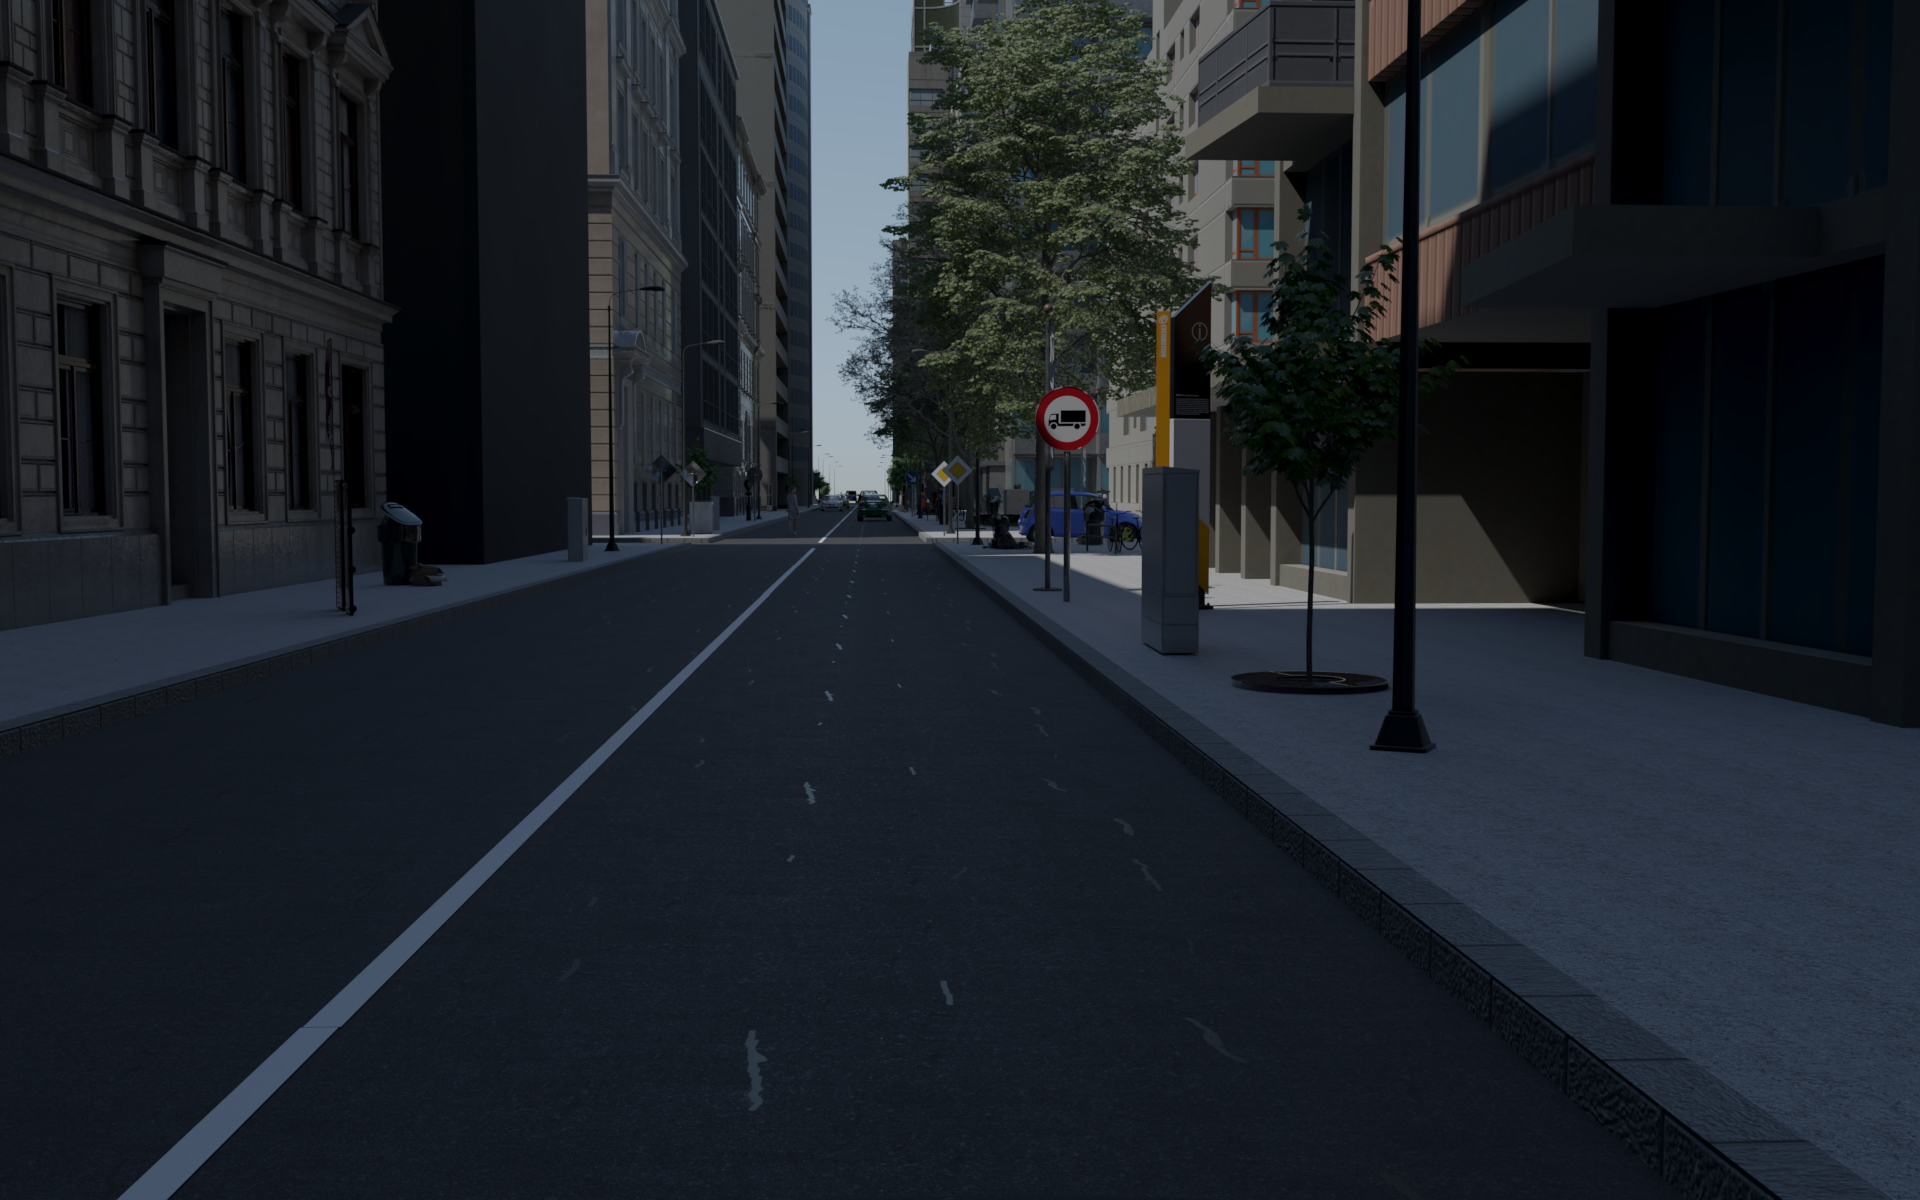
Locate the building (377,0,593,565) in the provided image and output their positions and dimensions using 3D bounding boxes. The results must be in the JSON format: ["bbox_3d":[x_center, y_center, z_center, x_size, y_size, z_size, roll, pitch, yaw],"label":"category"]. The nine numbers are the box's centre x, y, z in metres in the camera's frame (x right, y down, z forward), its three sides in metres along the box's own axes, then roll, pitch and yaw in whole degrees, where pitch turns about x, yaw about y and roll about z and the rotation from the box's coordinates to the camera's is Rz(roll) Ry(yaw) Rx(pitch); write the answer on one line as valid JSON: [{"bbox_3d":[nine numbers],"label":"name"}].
[{"bbox_3d":[-16.835,-12.643,36.388,15.834,23.373,12.332,0,4,-3],"label":"building"}]

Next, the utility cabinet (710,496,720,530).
[{"bbox_3d":[-8.730,-3.092,61.716,0.306,1.237,1.020,-1,4,-11],"label":"utility cabinet"}]

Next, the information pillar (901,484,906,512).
[{"bbox_3d":[-4.059,-7.387,125.271,0.304,2.012,0.304,-1,4,-12],"label":"information pillar"}]

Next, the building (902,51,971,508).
[{"bbox_3d":[2.032,-29.400,164.292,14.154,41.232,14.086,0,4,-3],"label":"building"}]

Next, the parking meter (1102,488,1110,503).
[{"bbox_3d":[6.477,-4.191,76.935,0.372,1.533,0.369,0,3,0],"label":"parking meter"}]

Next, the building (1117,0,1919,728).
[{"bbox_3d":[14.332,-22.158,16.916,22.147,44.769,28.867,0,4,-3],"label":"building"}]

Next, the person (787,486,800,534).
[{"bbox_3d":[-5.927,-3.194,61.480,0.466,1.731,0.760,0,4,0],"label":"person"}]

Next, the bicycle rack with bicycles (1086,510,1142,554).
[{"bbox_3d":[4.025,-1.528,38.370,2.852,0.926,2.925,-1,4,-15],"label":"bicycle rack with bicycles"}]

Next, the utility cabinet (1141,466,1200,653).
[{"bbox_3d":[1.737,-0.343,14.287,0.318,1.500,1.173,0,4,-2],"label":"utility cabinet"}]

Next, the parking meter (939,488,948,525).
[{"bbox_3d":[-0.671,-3.910,72.346,0.372,1.533,0.369,0,3,0],"label":"parking meter"}]

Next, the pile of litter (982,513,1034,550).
[{"bbox_3d":[1.146,-1.637,40.738,1.176,0.858,1.719,-1,4,-14],"label":"pile of litter"}]

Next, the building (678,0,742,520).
[{"bbox_3d":[-18.618,-17.757,83.829,14.314,27.812,24.014,0,4,-3],"label":"building"}]

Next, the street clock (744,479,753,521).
[{"bbox_3d":[-10.222,-4.840,83.711,0.358,2.002,0.471,2,4,25],"label":"street clock"}]

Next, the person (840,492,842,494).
[{"bbox_3d":[-16.047,-13.749,234.230,0.436,1.711,0.756,2,4,23],"label":"person"}]

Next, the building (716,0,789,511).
[{"bbox_3d":[-24.753,-31.364,136.502,21.300,48.544,21.600,0,4,-3],"label":"building"}]

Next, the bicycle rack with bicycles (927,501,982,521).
[{"bbox_3d":[-0.387,-4.224,82.439,2.852,0.926,2.925,-1,4,-13],"label":"bicycle rack with bicycles"}]

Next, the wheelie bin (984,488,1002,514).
[{"bbox_3d":[1.715,-5.096,91.229,0.980,1.594,0.693,-2,4,-24],"label":"wheelie bin"}]

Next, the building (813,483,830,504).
[{"bbox_3d":[-36.662,-35.356,269.950,32.217,40.220,23.993,0,4,-3],"label":"building"}]

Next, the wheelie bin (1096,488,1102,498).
[{"bbox_3d":[7.362,-4.995,89.574,0.693,1.594,0.980,0,4,0],"label":"wheelie bin"}]

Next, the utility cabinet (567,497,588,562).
[{"bbox_3d":[-7.332,-1.352,33.275,0.306,1.237,1.020,0,4,-6],"label":"utility cabinet"}]

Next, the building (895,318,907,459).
[{"bbox_3d":[-2.915,-30.188,265.267,14.160,30.474,14.107,0,4,-3],"label":"building"}]

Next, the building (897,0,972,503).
[{"bbox_3d":[1.299,-49.453,246.807,20.563,71.187,20.611,0,4,-3],"label":"building"}]

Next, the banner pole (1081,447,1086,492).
[{"bbox_3d":[5.804,-5.598,81.549,0.401,3.779,0.863,1,4,22],"label":"banner pole"}]

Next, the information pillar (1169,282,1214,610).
[{"bbox_3d":[2.552,-1.699,19.127,0.504,3.616,0.183,-2,4,-24],"label":"information pillar"}]

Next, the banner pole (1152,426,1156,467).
[{"bbox_3d":[7.115,-4.488,63.396,0.401,3.779,0.863,1,4,18],"label":"banner pole"}]

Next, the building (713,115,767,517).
[{"bbox_3d":[-19.083,-19.093,109.435,12.463,27.353,25.104,0,4,-3],"label":"building"}]

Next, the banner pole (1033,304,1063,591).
[{"bbox_3d":[1.181,-1.997,22.675,0.401,3.779,0.863,0,4,-4],"label":"banner pole"}]

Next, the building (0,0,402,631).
[{"bbox_3d":[-13.899,-9.496,19.885,10.561,19.102,19.286,0,4,-3],"label":"building"}]

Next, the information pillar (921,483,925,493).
[{"bbox_3d":[-2.582,-6.892,117.172,0.304,2.012,0.304,-1,4,-15],"label":"information pillar"}]

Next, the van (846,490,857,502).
[{"bbox_3d":[-17.662,-16.922,281.065,2.240,2.365,5.245,0,4,-4],"label":"van"}]

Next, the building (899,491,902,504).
[{"bbox_3d":[8.176,-32.657,225.819,32.217,40.220,23.993,0,4,-3],"label":"building"}]

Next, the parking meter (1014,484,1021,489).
[{"bbox_3d":[3.162,-5.500,95.641,0.255,1.863,0.399,2,4,32],"label":"parking meter"}]

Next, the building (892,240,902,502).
[{"bbox_3d":[-3.907,-36.443,279.441,14.154,41.232,14.086,0,4,-3],"label":"building"}]

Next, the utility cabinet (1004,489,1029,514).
[{"bbox_3d":[2.577,-4.302,79.014,1.173,1.500,0.318,-2,4,-29],"label":"utility cabinet"}]

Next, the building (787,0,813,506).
[{"bbox_3d":[-26.824,-39.341,185.218,21.231,58.520,28.212,0,4,-3],"label":"building"}]

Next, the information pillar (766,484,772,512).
[{"bbox_3d":[-13.866,-7.431,125.989,0.304,2.012,0.304,-3,5,-42],"label":"information pillar"}]

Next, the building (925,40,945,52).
[{"bbox_3d":[5.967,-34.673,186.517,23.786,49.044,30.456,0,4,-3],"label":"building"}]

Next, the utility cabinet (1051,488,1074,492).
[{"bbox_3d":[3.786,-3.535,66.482,1.173,1.500,0.318,0,4,4],"label":"utility cabinet"}]

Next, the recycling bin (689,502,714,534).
[{"bbox_3d":[-8.338,-2.649,55.860,0.722,1.027,0.722,0,4,-4],"label":"recycling bin"}]

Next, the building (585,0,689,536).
[{"bbox_3d":[-17.256,-16.875,61.817,13.634,28.700,20.117,0,4,-3],"label":"building"}]

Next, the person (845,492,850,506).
[{"bbox_3d":[-13.858,-12.468,213.148,0.445,1.727,0.742,1,4,18],"label":"person"}]

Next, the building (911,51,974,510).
[{"bbox_3d":[12.112,-27.740,145.424,32.217,40.220,23.993,0,4,-3],"label":"building"}]

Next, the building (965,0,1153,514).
[{"bbox_3d":[11.853,-30.139,112.374,23.786,49.044,30.456,0,4,-3],"label":"building"}]

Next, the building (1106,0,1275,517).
[{"bbox_3d":[21.951,-13.576,67.001,28.899,21.520,27.650,0,4,-3],"label":"building"}]
